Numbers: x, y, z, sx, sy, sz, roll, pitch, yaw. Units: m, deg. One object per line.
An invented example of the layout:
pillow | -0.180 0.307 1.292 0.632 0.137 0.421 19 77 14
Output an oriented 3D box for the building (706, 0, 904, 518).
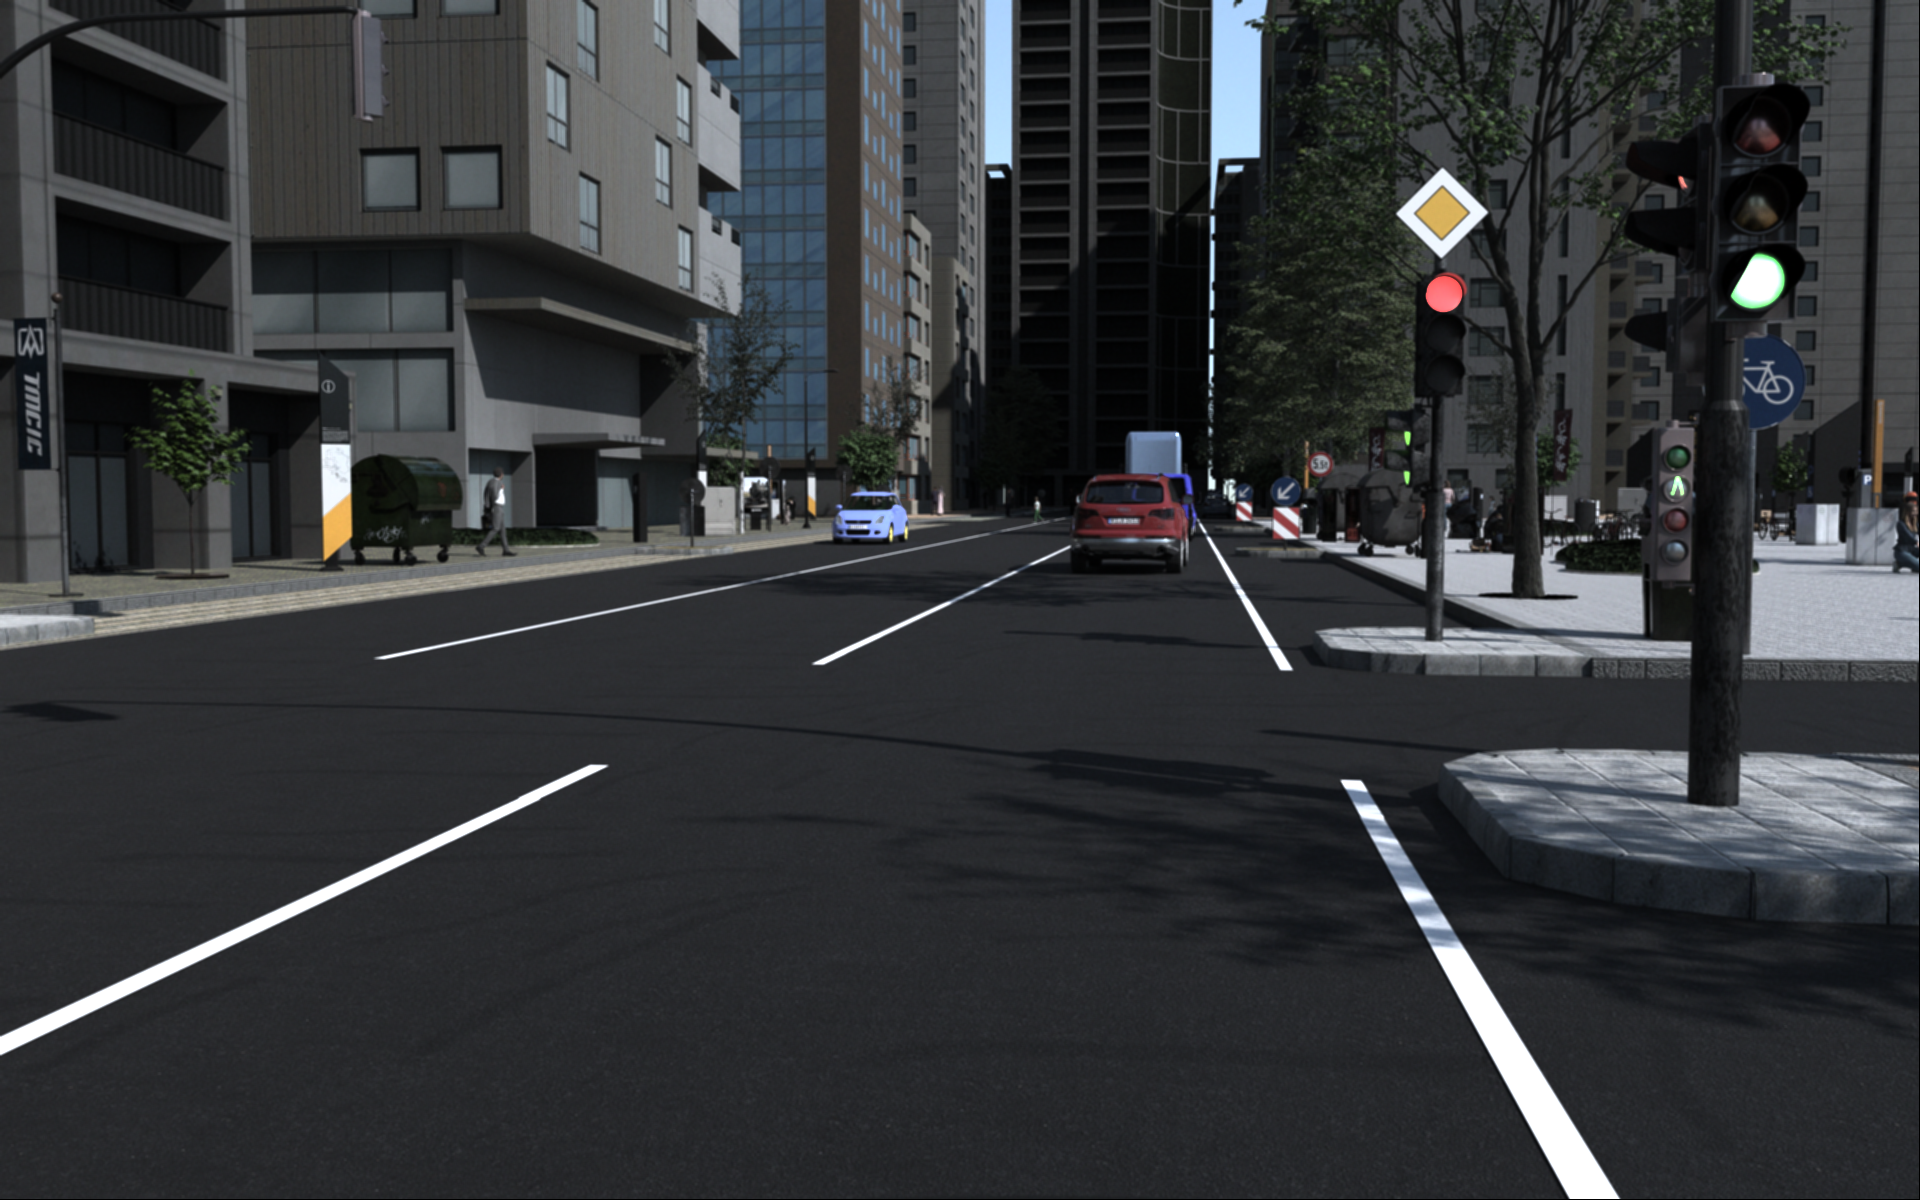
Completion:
building | -11.231 -27.515 99.988 14.600 45.320 14.200 0 4 7

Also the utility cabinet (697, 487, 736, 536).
utility cabinet | -7.432 -2.699 52.811 1.173 1.500 0.318 -3 4 -36

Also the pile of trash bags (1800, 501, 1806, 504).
pile of trash bags | 30.194 -3.089 60.259 1.912 1.369 3.447 1 4 17

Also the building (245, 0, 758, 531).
building | -23.793 -28.943 62.452 28.713 52.752 27.495 0 4 7

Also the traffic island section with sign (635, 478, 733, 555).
traffic island section with sign | -6.496 -1.999 41.315 1.989 1.847 2.006 0 4 7

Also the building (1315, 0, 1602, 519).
building | 26.915 -19.888 96.877 14.160 30.474 14.107 0 4 7

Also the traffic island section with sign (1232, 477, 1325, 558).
traffic island section with sign | 7.384 -1.923 40.067 1.989 1.847 2.006 0 4 7

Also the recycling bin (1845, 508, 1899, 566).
recycling bin | 16.456 -1.144 31.261 0.722 1.027 0.722 1 4 16

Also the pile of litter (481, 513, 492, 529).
pile of litter | -13.028 -2.030 47.150 1.176 0.858 1.719 3 5 43

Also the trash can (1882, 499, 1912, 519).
trash can | 26.416 -2.277 48.877 0.748 1.137 0.748 0 3 0

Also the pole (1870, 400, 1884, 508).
pole | 19.850 -2.670 37.501 0.158 3.312 0.155 0 3 0

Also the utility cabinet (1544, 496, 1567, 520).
utility cabinet | 20.849 -3.051 61.038 1.020 1.237 0.306 -1 4 -12

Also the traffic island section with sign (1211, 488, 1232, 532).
traffic island section with sign | 10.831 -3.562 66.874 1.989 1.847 2.006 0 4 7

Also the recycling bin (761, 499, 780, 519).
recycling bin | -9.695 -4.641 88.436 0.722 1.027 0.722 -3 5 -40

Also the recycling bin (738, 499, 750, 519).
recycling bin | -10.976 -4.688 89.211 0.722 1.027 0.722 1 4 15

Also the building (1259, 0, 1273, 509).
building | 33.697 -30.759 153.023 14.600 45.320 14.200 0 4 7

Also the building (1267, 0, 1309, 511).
building | 31.925 -27.862 139.143 14.154 41.232 14.086 0 4 7

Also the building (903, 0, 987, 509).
building | -8.892 -43.829 154.852 20.611 71.187 20.563 0 4 7

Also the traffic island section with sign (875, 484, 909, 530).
traffic island section with sign | -3.047 -3.634 68.049 1.989 1.847 2.006 0 4 7

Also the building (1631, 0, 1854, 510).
building | 76.511 -45.257 178.199 20.611 71.187 20.563 0 4 7

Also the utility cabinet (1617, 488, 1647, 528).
utility cabinet | 25.050 -3.403 64.310 1.173 1.500 0.318 2 4 25

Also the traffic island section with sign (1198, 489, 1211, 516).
traffic island section with sign | 17.235 -6.605 116.615 1.989 1.847 2.006 0 4 7

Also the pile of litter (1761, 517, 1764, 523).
pile of litter | 35.802 -3.823 76.476 1.719 0.858 1.176 -2 4 -24

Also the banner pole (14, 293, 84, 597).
banner pole | -11.455 -1.937 21.692 0.863 3.779 0.401 1 4 11

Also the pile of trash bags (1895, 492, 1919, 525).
pile of trash bags | 37.483 -3.570 68.127 1.912 1.369 3.447 2 4 30

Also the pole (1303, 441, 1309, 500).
pole | 13.240 -4.434 66.338 0.158 3.312 0.155 0 3 0

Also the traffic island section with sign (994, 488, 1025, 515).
traffic island section with sign | 3.409 -6.710 118.341 1.989 1.847 2.006 0 4 7

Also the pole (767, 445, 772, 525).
pole | -7.967 -4.808 72.457 0.158 3.312 0.155 0 3 0

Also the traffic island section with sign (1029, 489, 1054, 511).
traffic island section with sign | 6.877 -8.359 145.289 1.989 1.847 2.006 0 4 7

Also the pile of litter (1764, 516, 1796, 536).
pile of litter | 25.887 -2.393 53.094 1.176 0.858 1.719 -2 4 -29

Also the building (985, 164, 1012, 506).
building | -4.901 -30.769 194.954 23.993 40.220 32.217 0 4 7

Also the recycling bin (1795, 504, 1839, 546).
recycling bin | 21.521 -1.892 43.481 0.722 1.027 0.722 -1 4 -14

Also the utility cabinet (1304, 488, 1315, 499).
utility cabinet | 11.908 -3.084 59.099 0.318 1.500 1.173 0 4 8

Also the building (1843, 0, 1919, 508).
building | 82.808 -43.074 142.512 20.611 71.187 20.563 0 4 7

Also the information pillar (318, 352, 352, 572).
information pillar | -10.389 -2.288 28.765 0.504 3.616 0.183 -2 4 -35

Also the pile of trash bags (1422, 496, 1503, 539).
pile of trash bags | 14.562 -2.475 50.223 3.447 1.369 1.912 3 5 42

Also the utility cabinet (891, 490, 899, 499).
utility cabinet | -3.815 -5.115 92.301 1.173 1.500 0.318 0 4 -3

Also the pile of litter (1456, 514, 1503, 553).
pile of litter | 11.821 -1.494 38.399 1.719 0.858 1.176 1 4 9

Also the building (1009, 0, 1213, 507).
building | 16.596 -45.732 185.978 20.611 71.187 20.563 0 4 7

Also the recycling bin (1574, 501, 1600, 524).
recycling bin | 24.493 -3.372 67.693 0.722 1.027 0.722 -3 5 -43

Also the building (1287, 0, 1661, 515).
building | 33.692 -28.292 117.196 22.147 44.769 28.867 0 4 7

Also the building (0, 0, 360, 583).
building | -22.780 -36.162 29.504 20.563 71.187 20.611 0 4 7

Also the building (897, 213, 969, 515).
building | -14.871 -16.993 122.867 27.650 21.520 28.899 0 4 7

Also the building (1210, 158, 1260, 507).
building | 39.558 -30.422 189.282 23.993 40.220 32.217 0 4 7
